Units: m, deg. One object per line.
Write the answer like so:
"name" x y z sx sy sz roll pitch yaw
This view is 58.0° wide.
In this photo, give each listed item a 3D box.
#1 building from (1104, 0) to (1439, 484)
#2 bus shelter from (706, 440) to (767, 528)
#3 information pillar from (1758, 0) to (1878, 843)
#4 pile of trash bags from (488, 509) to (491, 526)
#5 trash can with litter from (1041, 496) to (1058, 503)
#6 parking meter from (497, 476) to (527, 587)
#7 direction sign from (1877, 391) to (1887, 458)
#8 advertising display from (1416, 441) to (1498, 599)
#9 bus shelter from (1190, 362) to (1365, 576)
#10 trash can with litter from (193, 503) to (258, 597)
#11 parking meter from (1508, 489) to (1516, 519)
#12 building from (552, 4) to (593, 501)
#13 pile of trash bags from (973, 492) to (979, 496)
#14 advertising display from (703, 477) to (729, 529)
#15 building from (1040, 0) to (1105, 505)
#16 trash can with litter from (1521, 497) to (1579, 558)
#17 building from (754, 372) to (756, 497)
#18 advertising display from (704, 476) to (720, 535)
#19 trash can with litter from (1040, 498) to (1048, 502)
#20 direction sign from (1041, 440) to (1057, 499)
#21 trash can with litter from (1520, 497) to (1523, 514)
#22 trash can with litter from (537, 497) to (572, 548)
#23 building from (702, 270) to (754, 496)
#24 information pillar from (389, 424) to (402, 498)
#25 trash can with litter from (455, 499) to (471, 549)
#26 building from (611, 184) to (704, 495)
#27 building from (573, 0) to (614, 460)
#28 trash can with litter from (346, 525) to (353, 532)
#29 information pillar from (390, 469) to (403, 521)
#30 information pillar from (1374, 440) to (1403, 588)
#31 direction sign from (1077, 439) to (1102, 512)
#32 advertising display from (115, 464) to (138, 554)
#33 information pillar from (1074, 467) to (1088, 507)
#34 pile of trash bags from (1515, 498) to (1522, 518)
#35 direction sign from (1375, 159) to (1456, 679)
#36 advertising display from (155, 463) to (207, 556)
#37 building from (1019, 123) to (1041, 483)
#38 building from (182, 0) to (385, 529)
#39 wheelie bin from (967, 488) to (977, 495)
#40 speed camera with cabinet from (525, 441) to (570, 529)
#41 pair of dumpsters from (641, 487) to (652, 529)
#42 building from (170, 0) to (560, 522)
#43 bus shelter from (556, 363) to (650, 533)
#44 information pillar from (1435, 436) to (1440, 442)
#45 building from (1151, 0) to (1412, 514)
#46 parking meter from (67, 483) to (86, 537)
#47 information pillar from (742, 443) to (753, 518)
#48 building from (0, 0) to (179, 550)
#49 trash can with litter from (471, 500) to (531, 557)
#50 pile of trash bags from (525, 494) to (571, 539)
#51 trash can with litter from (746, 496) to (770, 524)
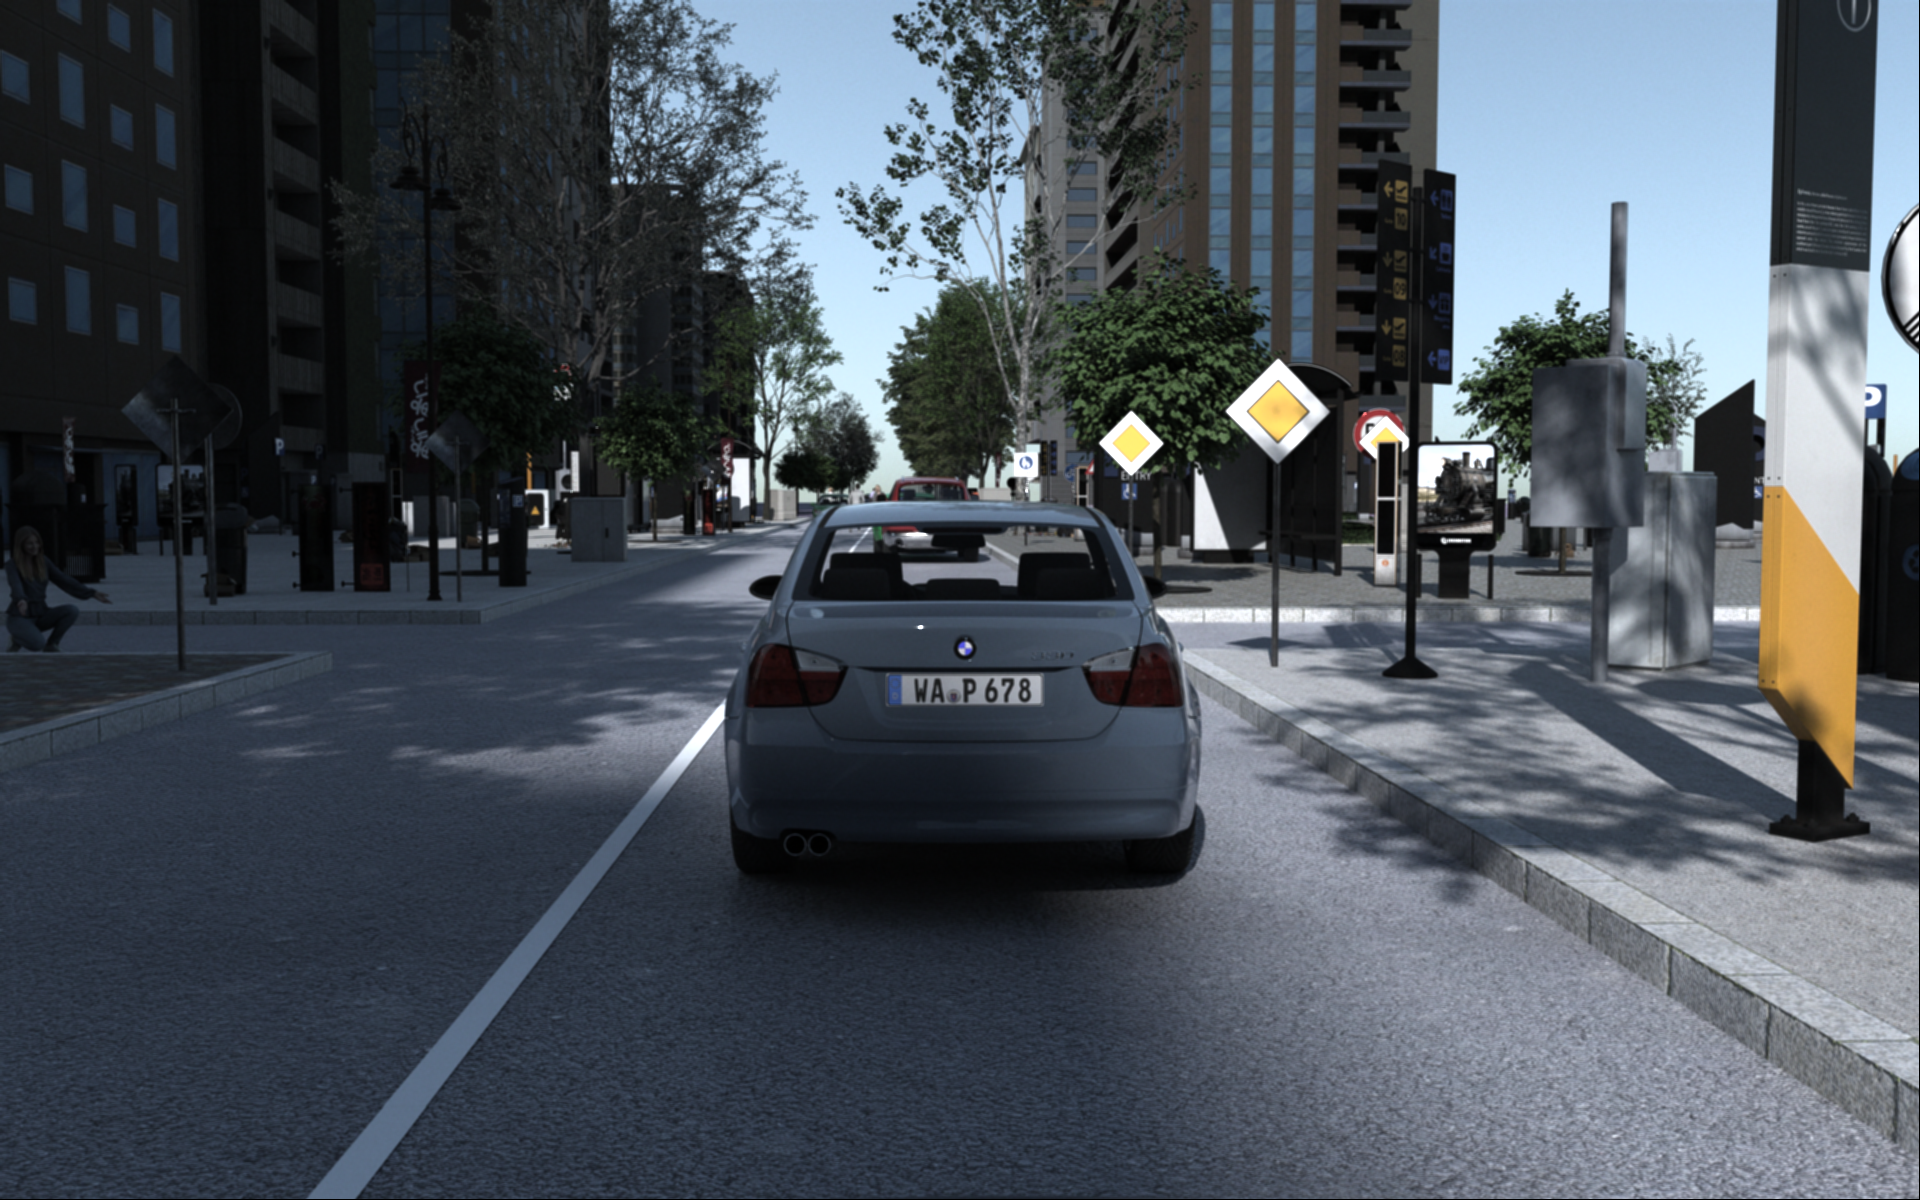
"building" 22.833 -31.092 132.058 21.300 48.544 21.600 0 4 -2
"bus shelter" -8.673 -4.482 67.209 2.014 3.302 5.546 0 4 -2
"information pillar" 3.172 -0.919 6.383 0.504 3.616 0.183 -2 4 -30
"pile of trash bags" -17.309 -3.542 67.670 1.912 1.369 3.447 -2 4 -26
"trash can with litter" 2.372 -2.620 53.893 2.233 1.210 1.678 0 4 -3
"parking meter" -6.227 -0.958 24.074 0.372 1.533 0.369 0 3 0
"direction sign" 19.970 -2.789 37.604 0.379 3.537 0.876 1 4 19
"advertising display" 6.075 -0.981 21.245 0.974 1.923 0.123 1 4 21
"bus shelter" 5.123 -2.172 29.436 2.014 3.302 5.546 0 4 -2
"trash can with litter" -9.279 -0.647 21.972 0.624 1.170 1.055 -1 4 -17
"parking meter" 28.000 -4.862 87.903 0.372 1.533 0.369 0 3 0
"building" -38.469 -31.717 107.820 28.713 52.752 27.495 0 4 -2
"pile of trash bags" 1.097 -4.849 89.031 1.912 1.369 3.447 1 4 10
"advertising display" -8.916 -3.554 63.324 0.974 1.923 0.123 1 4 10
"building" 20.437 -41.032 212.869 21.231 58.520 28.212 0 4 -2
"trash can with litter" 12.036 -1.457 35.207 1.055 1.170 0.624 1 4 15
"building" -35.768 -28.520 238.001 14.160 30.474 14.107 0 4 -2
"advertising display" -7.880 -3.043 54.969 0.123 1.923 0.974 -1 4 -19
"trash can with litter" 2.498 -2.851 57.993 1.055 1.170 0.624 0 4 3
"direction sign" 3.764 -4.985 73.497 0.876 3.537 0.379 3 5 43
"trash can with litter" 25.213 -3.984 76.523 0.624 1.170 1.055 -1 4 -18
"trash can with litter" -9.672 -1.900 42.125 1.678 1.210 2.233 0 4 0
"building" -34.808 -27.660 223.946 14.160 30.474 14.107 0 4 -2
"information pillar" -18.890 -4.070 57.897 0.504 3.616 0.183 3 4 39
"trash can with litter" -11.441 -1.789 40.630 0.624 1.170 1.055 -2 4 -32
"building" -43.323 -31.342 204.314 32.217 40.220 23.993 0 4 -2
"building" -35.381 -42.394 131.392 20.563 71.187 20.611 0 4 -2
"trash can with litter" -18.912 -2.665 54.954 1.055 1.170 0.624 -3 4 -39
"information pillar" -16.315 -2.793 50.161 0.304 2.012 0.304 -1 4 -23
"information pillar" 5.910 -1.186 23.888 0.304 2.012 0.304 2 4 27
"direction sign" 2.517 -2.388 31.038 0.876 3.537 0.379 1 4 18
"advertising display" -18.105 -1.983 37.630 0.974 1.923 0.123 3 5 45
"information pillar" 3.284 -2.602 47.043 0.304 2.012 0.304 -1 4 -15
"pile of trash bags" 31.835 -5.247 95.548 3.447 1.369 1.912 -3 5 -44
"direction sign" 3.169 -1.229 12.093 0.876 3.537 0.379 -3 5 -41
"advertising display" -16.241 -1.892 36.155 0.974 1.923 0.123 -1 4 -13
"building" 23.312 -39.924 241.997 28.713 52.752 27.495 0 4 -2
"building" -30.366 -17.829 63.204 14.160 30.474 14.107 0 4 -2
"wheelie bin" 0.635 -5.159 92.259 0.980 1.594 0.693 0 3 0
"speed camera with cabinet" -15.107 -4.231 63.521 2.038 3.252 0.660 -2 4 -29
"pair of dumpsters" -12.109 -3.757 63.925 1.574 2.255 4.437 0 4 -2
"building" -28.247 -26.596 84.954 14.600 45.320 14.200 0 4 -2
"bus shelter" -11.483 -4.786 55.886 2.179 5.291 8.768 0 4 -2
"information pillar" 19.289 -4.803 69.889 0.183 3.616 0.504 -1 4 -12
"building" 20.571 -28.384 114.196 14.600 45.320 14.200 0 4 -2
"parking meter" -19.713 -1.850 38.663 0.372 1.533 0.369 0 3 0
"information pillar" -9.802 -5.429 80.118 0.504 3.616 0.183 0 4 1
"building" -28.265 -23.889 40.700 14.600 45.320 14.200 0 4 -2
"trash can with litter" -9.267 -1.459 35.242 1.055 1.170 0.624 1 4 22
"pile of trash bags" -11.393 -2.461 49.993 3.447 1.369 1.912 0 4 2
"trash can with litter" -9.132 -3.952 75.677 1.678 1.210 2.233 0 4 -4
